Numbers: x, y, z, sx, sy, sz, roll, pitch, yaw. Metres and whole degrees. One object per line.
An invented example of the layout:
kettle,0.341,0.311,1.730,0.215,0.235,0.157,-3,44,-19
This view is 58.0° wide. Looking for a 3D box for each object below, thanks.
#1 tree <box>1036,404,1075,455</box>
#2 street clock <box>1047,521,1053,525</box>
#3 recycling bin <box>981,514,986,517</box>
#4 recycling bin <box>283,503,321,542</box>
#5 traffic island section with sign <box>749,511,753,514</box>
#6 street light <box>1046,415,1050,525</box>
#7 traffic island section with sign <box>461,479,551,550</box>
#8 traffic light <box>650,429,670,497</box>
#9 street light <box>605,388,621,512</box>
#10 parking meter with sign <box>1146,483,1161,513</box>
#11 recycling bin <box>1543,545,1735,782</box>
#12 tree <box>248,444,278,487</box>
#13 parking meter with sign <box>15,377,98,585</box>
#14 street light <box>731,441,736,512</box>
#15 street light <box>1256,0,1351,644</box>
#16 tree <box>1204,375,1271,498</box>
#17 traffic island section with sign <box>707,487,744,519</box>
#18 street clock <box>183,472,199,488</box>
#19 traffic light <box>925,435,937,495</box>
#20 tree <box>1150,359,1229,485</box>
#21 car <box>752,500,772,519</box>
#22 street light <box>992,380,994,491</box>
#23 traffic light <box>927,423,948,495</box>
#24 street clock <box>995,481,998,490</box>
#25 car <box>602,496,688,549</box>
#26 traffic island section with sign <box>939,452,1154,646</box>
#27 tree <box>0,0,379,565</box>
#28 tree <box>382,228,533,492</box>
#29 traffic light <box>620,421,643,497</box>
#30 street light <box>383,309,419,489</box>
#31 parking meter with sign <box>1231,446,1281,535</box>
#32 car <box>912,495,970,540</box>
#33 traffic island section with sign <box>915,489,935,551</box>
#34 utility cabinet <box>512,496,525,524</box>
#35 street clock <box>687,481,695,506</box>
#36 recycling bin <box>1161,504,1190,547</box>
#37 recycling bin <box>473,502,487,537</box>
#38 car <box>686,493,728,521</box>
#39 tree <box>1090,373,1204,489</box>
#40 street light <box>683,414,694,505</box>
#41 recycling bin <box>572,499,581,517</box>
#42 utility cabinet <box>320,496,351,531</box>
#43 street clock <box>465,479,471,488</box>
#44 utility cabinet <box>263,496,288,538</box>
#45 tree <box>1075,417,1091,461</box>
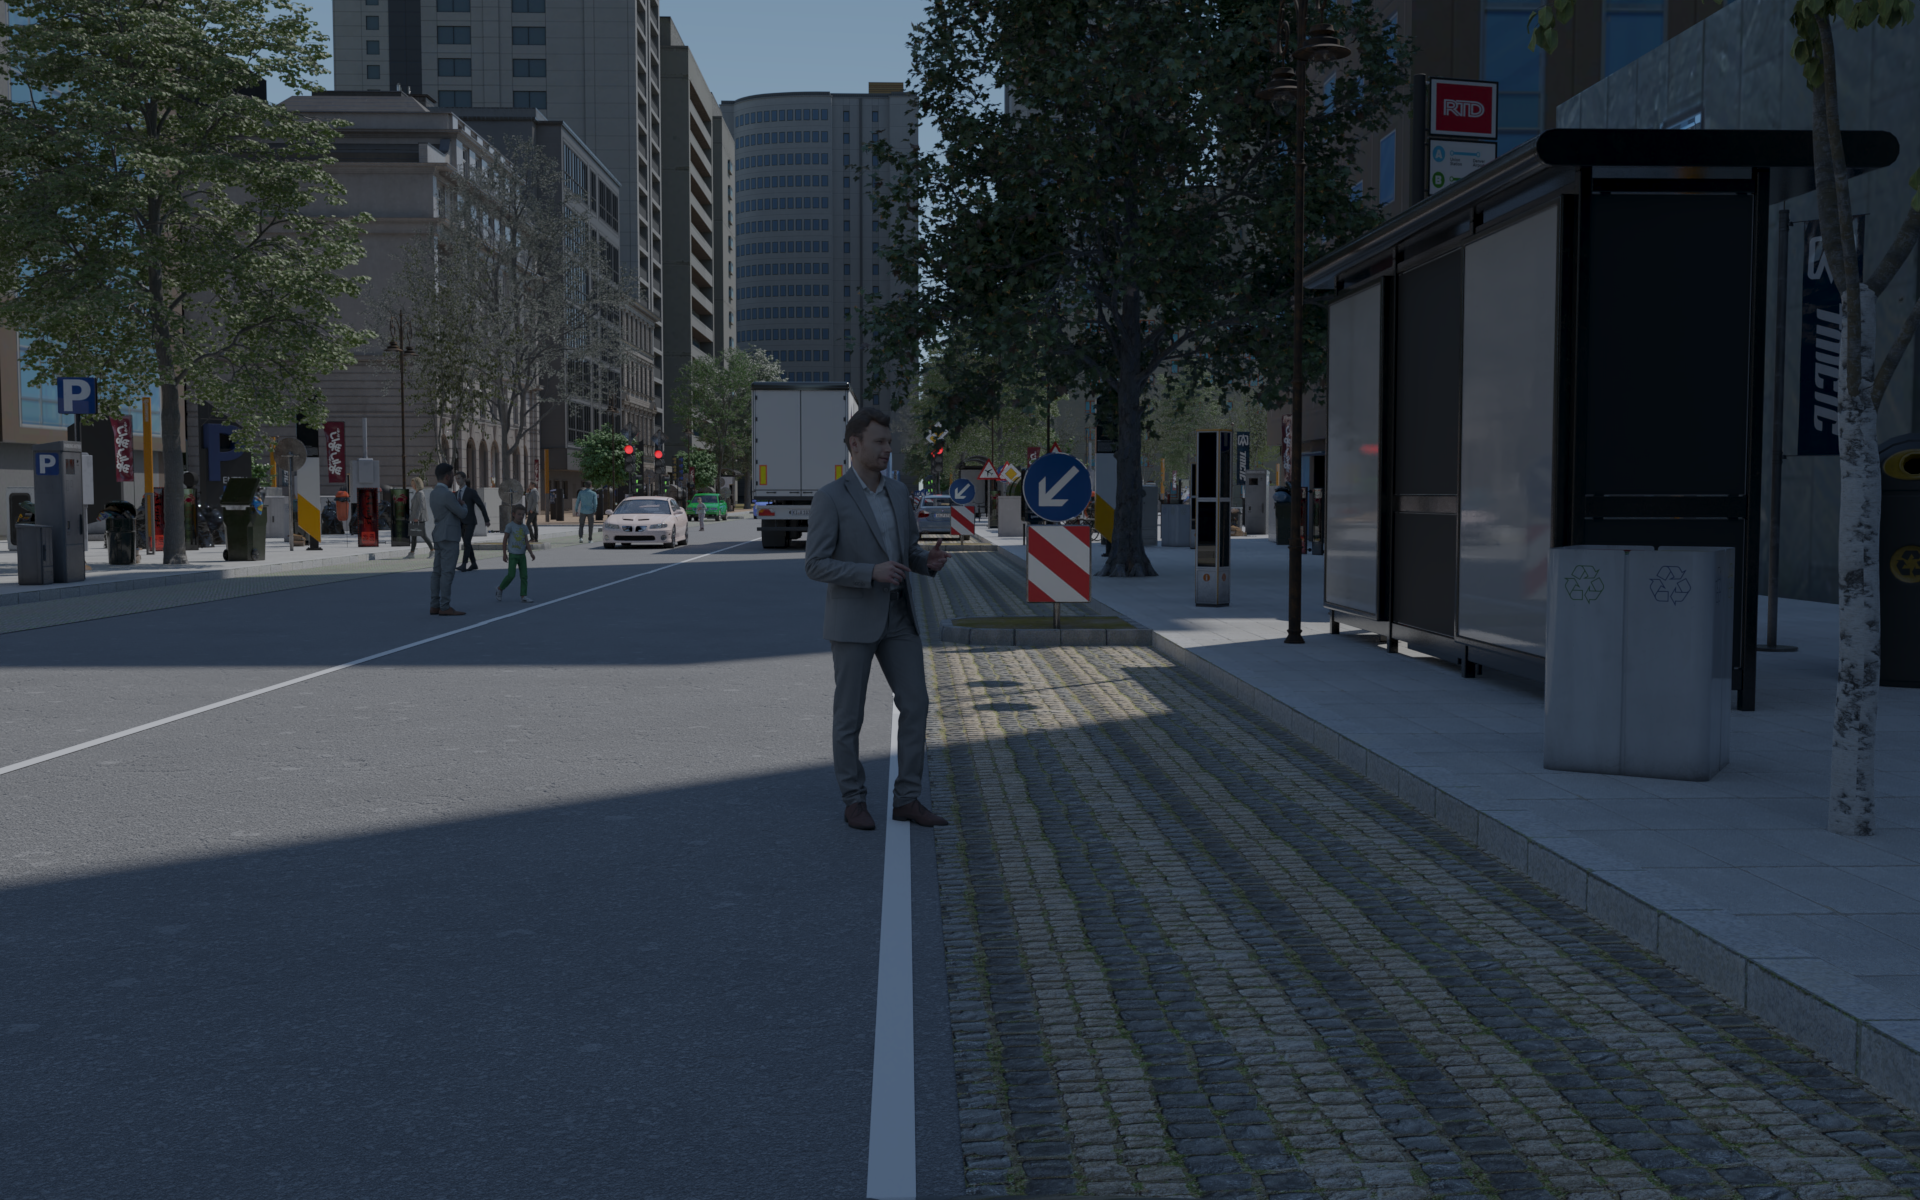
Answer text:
tree,8.198,-11.691,141.516,4.360,8.622,3.978,0,3,0
street clock,1.855,-1.868,35.109,0.471,2.002,0.358,1,4,12
recycling bin,1.221,-5.234,98.131,0.722,1.027,0.722,1,4,12
recycling bin,-17.731,-2.088,46.691,0.722,1.027,0.722,1,4,10
traffic island section with sign,-14.289,-7.194,126.250,1.989,1.847,2.006,0,4,-2
street light,2.067,-4.140,40.470,0.468,5.910,1.993,0,4,-2
traffic island section with sign,-11.664,-2.210,44.756,1.989,1.847,2.006,0,4,-2
traffic light,-12.913,-5.239,74.574,0.839,4.253,0.868,0,4,-2
street light,-14.965,-6.236,74.752,0.468,5.910,1.993,0,4,-2
parking meter with sign,13.104,-7.520,119.205,1.738,3.016,0.543,1,4,11
recycling bin,3.202,0.269,8.158,0.722,1.027,0.722,2,4,32
tree,-24.424,-3.974,59.575,1.663,3.219,1.824,0,3,0
parking meter with sign,-13.092,-1.762,25.076,0.543,3.016,1.738,0,4,-5
street light,-16.568,-9.398,126.440,0.468,5.910,1.993,0,4,-2
street light,2.879,-2.565,14.728,0.468,5.910,1.993,0,4,-2
tree,16.114,-8.941,96.541,4.360,8.622,3.978,0,3,0
traffic island section with sign,-13.420,-5.546,99.308,1.989,1.847,2.006,0,4,-2
street clock,-25.167,-3.188,56.687,0.471,2.002,0.358,1,4,16
traffic light,-1.108,-5.263,74.968,0.839,4.253,0.868,0,4,-2
tree,18.977,-13.746,142.871,7.486,12.596,7.792,0,3,0
car,-11.030,-5.548,100.304,1.945,1.707,3.694,0,4,-2
street light,1.249,-5.711,66.159,0.468,5.910,1.993,0,4,-2
traffic light,-0.851,-4.775,66.987,0.839,4.253,0.868,0,4,-2
street clock,2.061,-5.210,89.759,0.471,2.002,0.358,-1,4,-14
car,-8.509,-2.126,47.116,2.083,1.381,4.827,0,4,-2
traffic island section with sign,0.796,-0.522,17.166,1.989,1.847,2.006,0,4,-2
tree,-14.816,-6.925,31.351,7.486,12.596,7.792,0,3,0
tree,-14.330,-6.023,48.846,4.360,8.622,3.978,0,3,0
traffic light,-12.656,-4.751,66.593,0.839,4.253,0.868,0,4,-2
street light,-13.994,-4.326,43.526,0.468,5.910,1.993,0,4,-2
parking meter with sign,9.379,-3.573,54.673,1.738,3.016,0.543,2,4,24
car,-0.600,-2.598,54.472,2.014,1.417,4.499,0,4,-2
traffic island section with sign,-0.073,-2.172,44.144,1.989,1.847,2.006,0,4,-2
utility cabinet,-16.385,-3.178,63.121,1.020,1.237,0.306,0,4,8
street clock,-15.456,-5.803,99.452,0.358,2.002,0.471,2,4,27
recycling bin,5.393,-1.817,42.255,0.722,1.027,0.722,-2,4,-26
recycling bin,-14.768,-2.439,52.439,0.722,1.027,0.722,-2,4,-30
car,-13.384,-5.062,91.562,1.959,1.807,4.718,0,4,-1
tree,10.238,-8.840,94.894,4.360,8.622,3.978,0,3,0
street light,-15.764,-7.826,100.751,0.468,5.910,1.993,0,4,-2
recycling bin,-21.593,-5.257,98.511,0.722,1.027,0.722,-2,4,-32
utility cabinet,-21.429,-2.948,59.368,1.020,1.237,0.306,-3,4,-35
street clock,-23.461,-4.773,82.615,0.358,2.002,0.471,-1,4,-13
utility cabinet,-20.218,-2.404,50.462,1.020,1.237,0.306,-1,4,-21
tree,11.328,-10.886,128.346,4.360,8.622,3.978,0,3,0
